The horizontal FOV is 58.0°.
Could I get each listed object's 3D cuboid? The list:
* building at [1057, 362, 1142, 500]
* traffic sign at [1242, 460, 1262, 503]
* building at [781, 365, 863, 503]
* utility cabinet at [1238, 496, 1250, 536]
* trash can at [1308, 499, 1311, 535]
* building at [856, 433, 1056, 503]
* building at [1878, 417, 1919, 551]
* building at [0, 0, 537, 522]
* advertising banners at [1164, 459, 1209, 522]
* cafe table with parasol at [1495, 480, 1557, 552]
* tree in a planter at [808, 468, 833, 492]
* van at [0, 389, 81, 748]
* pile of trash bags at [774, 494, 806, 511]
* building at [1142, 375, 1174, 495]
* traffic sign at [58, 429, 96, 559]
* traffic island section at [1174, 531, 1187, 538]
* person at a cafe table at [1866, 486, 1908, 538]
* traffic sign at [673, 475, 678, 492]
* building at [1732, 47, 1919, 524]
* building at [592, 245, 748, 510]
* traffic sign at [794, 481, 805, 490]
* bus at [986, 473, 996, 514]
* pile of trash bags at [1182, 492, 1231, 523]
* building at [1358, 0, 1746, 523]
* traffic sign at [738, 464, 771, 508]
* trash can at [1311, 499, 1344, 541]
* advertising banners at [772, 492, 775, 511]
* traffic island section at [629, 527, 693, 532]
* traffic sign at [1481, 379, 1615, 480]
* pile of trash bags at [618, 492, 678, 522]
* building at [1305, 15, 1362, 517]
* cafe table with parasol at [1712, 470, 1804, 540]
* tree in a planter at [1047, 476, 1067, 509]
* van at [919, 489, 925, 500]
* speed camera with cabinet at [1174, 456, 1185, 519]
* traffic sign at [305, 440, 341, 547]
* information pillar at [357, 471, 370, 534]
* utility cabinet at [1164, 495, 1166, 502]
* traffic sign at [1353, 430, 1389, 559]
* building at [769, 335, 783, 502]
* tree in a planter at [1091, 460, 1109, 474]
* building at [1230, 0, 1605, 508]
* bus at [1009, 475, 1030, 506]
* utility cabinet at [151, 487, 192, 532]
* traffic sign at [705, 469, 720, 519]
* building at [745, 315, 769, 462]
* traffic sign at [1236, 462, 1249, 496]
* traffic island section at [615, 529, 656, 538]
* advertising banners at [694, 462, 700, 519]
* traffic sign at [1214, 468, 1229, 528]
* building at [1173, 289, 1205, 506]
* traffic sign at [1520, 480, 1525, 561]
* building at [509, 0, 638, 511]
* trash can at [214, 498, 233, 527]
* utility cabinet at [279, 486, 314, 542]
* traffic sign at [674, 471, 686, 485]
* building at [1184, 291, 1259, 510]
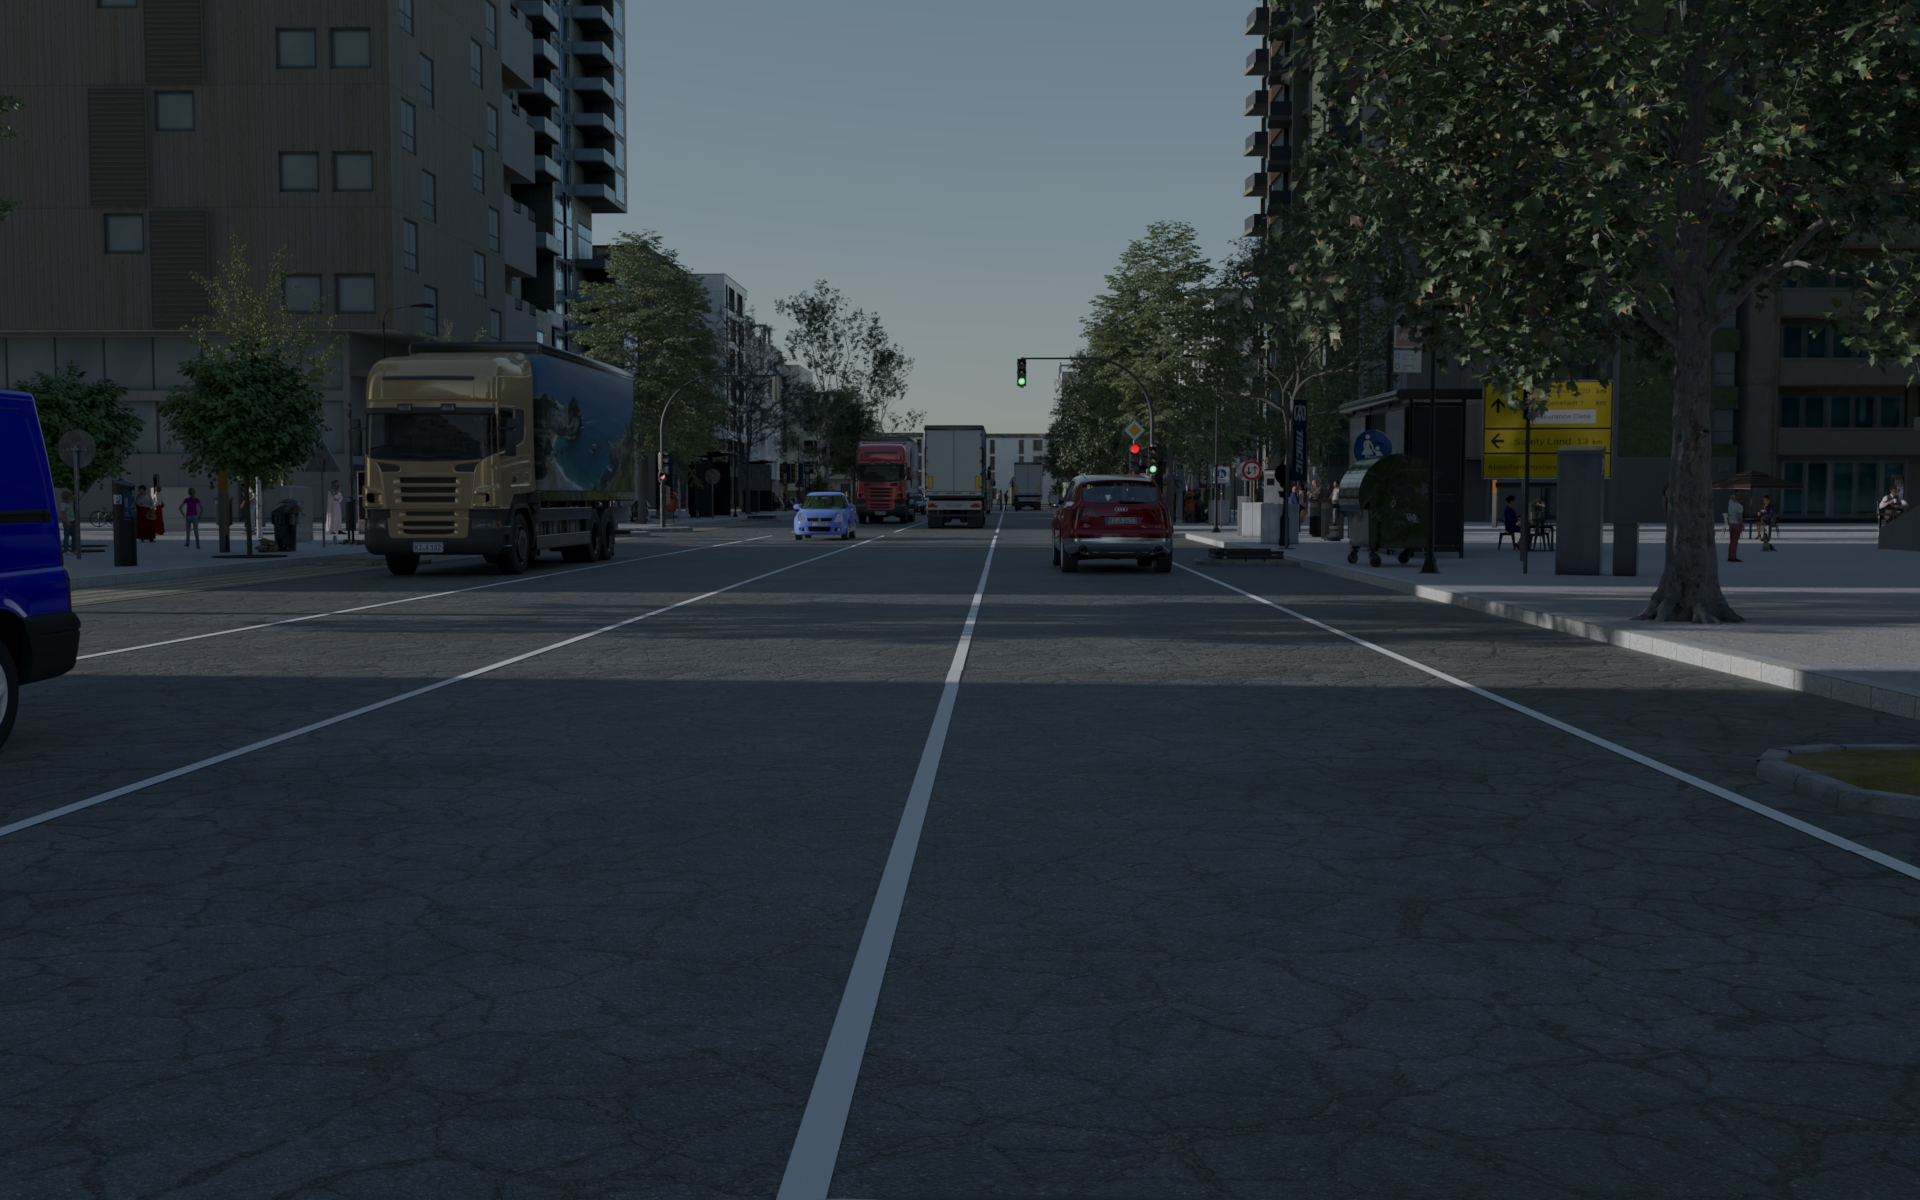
[{"bbox_3d":[19.472,-23.644,243.002,11.380,20.091,16.016,0,4,2],"label":"building"},{"bbox_3d":[10.946,-3.972,65.049,0.768,2.556,0.104,0,4,3],"label":"traffic sign"},{"bbox_3d":[-30.115,-23.159,245.102,31.486,18.905,16.747,0,4,2],"label":"building"},{"bbox_3d":[8.767,-2.585,53.421,0.306,1.237,1.020,1,4,15],"label":"utility cabinet"},{"bbox_3d":[10.799,-2.469,52.014,0.748,1.137,0.748,0,3,0],"label":"trash can"},{"bbox_3d":[-0.463,-18.246,240.467,28.070,9.664,9.099,0,4,2],"label":"building"},{"bbox_3d":[37.421,-20.802,31.987,32.217,40.220,23.993,0,4,2],"label":"building"},{"bbox_3d":[-38.350,-30.610,89.716,28.713,52.752,27.495,0,4,2],"label":"building"},{"bbox_3d":[10.422,-5.091,79.431,2.074,3.025,0.090,1,4,13],"label":"advertising banners"},{"bbox_3d":[13.110,-2.092,39.065,2.610,1.966,2.610,-1,4,-13],"label":"cafe table with parasol"},{"bbox_3d":[-9.577,-7.396,118.145,1.991,3.239,1.994,0,4,2],"label":"tree in a planter"},{"bbox_3d":[-6.219,-0.204,7.715,2.240,2.365,5.245,0,4,1],"label":"van"},{"bbox_3d":[-13.066,-7.662,135.020,3.447,1.369,1.912,1,4,19],"label":"pile of trash bags"},{"bbox_3d":[41.384,-23.043,243.218,31.486,18.905,16.747,0,4,2],"label":"building"},{"bbox_3d":[-17.320,-2.071,33.970,0.768,2.556,0.104,0,4,3],"label":"traffic sign"},{"bbox_3d":[6.395,-2.165,57.684,2.009,0.180,2.903,0,4,2],"label":"traffic island section"},{"bbox_3d":[26.931,-2.517,49.665,1.698,1.524,1.622,0,4,-2],"label":"person at a cafe table"},{"bbox_3d":[-15.363,-5.551,92.895,0.606,2.300,0.079,1,4,11],"label":"traffic sign"},{"bbox_3d":[45.249,-28.150,83.956,21.600,48.544,21.300,0,4,2],"label":"building"},{"bbox_3d":[-35.724,-19.253,158.756,27.936,21.610,32.646,0,4,2],"label":"building"},{"bbox_3d":[-12.247,-8.095,132.353,0.884,2.594,0.081,1,4,9],"label":"traffic sign"},{"bbox_3d":[0.848,-7.940,124.682,2.948,3.499,13.247,0,4,4],"label":"bus"},{"bbox_3d":[10.728,-4.108,76.925,1.912,1.369,3.447,2,4,27],"label":"pile of trash bags"},{"bbox_3d":[27.336,-24.362,81.914,14.086,41.232,14.154,0,4,2],"label":"building"},{"bbox_3d":[-13.985,-7.570,117.649,2.265,3.308,0.079,0,4,7],"label":"traffic sign"},{"bbox_3d":[10.127,-2.166,47.060,0.748,1.137,0.748,0,3,0],"label":"trash can"},{"bbox_3d":[-14.209,-8.077,128.240,0.090,3.025,2.074,-2,4,-33],"label":"advertising banners"},{"bbox_3d":[-11.357,-2.684,66.170,2.009,0.180,2.903,0,4,2],"label":"traffic island section"},{"bbox_3d":[10.444,-2.262,30.852,2.265,3.308,0.079,0,4,7],"label":"traffic sign"},{"bbox_3d":[-14.483,-4.231,78.933,3.447,1.369,1.912,1,4,11],"label":"pile of trash bags"},{"bbox_3d":[27.628,-20.292,103.470,14.160,30.474,14.107,0,4,2],"label":"building"},{"bbox_3d":[22.482,-2.712,49.207,2.610,1.966,2.610,3,4,37],"label":"cafe table with parasol"},{"bbox_3d":[9.456,-10.409,167.410,1.991,3.239,1.994,0,4,2],"label":"tree in a planter"},{"bbox_3d":[-5.090,-11.660,195.031,2.240,2.365,5.245,0,4,3],"label":"van"},{"bbox_3d":[11.531,-5.845,89.909,0.660,3.252,2.038,-1,4,-8],"label":"speed camera with cabinet"},{"bbox_3d":[-15.328,-2.548,41.670,0.884,2.594,0.081,0,4,3],"label":"traffic sign"},{"bbox_3d":[-19.216,-3.142,55.859,0.304,2.012,0.304,0,4,8],"label":"information pillar"},{"bbox_3d":[9.789,-4.353,82.336,0.306,1.237,1.020,-2,4,-27],"label":"utility cabinet"},{"bbox_3d":[8.152,-2.092,34.313,0.768,2.556,0.104,0,4,6],"label":"traffic sign"},{"bbox_3d":[-26.608,-20.967,199.231,11.380,20.091,16.016,0,4,2],"label":"building"},{"bbox_3d":[7.297,-5.698,90.392,1.991,3.239,1.994,0,4,2],"label":"tree in a planter"},{"bbox_3d":[32.282,-28.773,125.060,22.147,44.769,28.867,0,4,2],"label":"building"},{"bbox_3d":[7.337,-13.201,207.385,2.896,3.916,12.252,0,4,1],"label":"bus"},{"bbox_3d":[-26.299,-3.001,57.741,1.173,1.500,0.318,-3,5,-44],"label":"utility cabinet"},{"bbox_3d":[-12.499,-5.344,87.483,0.768,2.556,0.104,0,4,4],"label":"traffic sign"},{"bbox_3d":[-29.033,-19.852,180.998,16.016,20.091,11.380,0,4,2],"label":"building"},{"bbox_3d":[11.174,-4.140,67.788,0.768,2.556,0.104,0,4,3],"label":"traffic sign"},{"bbox_3d":[-11.579,-2.196,58.188,2.009,0.180,2.903,0,4,2],"label":"traffic island section"},{"bbox_3d":[-13.905,-5.835,91.593,0.090,3.025,2.074,-1,4,-15],"label":"advertising banners"},{"bbox_3d":[9.928,-3.893,65.779,0.606,2.300,0.079,0,4,7],"label":"traffic sign"},{"bbox_3d":[37.026,-21.099,188.951,27.936,21.610,32.646,0,4,2],"label":"building"},{"bbox_3d":[10.730,-2.011,32.987,0.768,2.556,0.104,0,4,6],"label":"traffic sign"},{"bbox_3d":[-34.708,-49.243,117.788,22.319,86.520,31.000,0,4,2],"label":"building"},{"bbox_3d":[-28.941,-3.453,68.111,0.748,1.137,0.748,0,3,0],"label":"trash can"},{"bbox_3d":[-17.727,-2.300,46.287,0.318,1.500,1.173,1,4,9],"label":"utility cabinet"},{"bbox_3d":[-15.635,-5.902,96.606,0.768,2.556,0.104,0,4,8],"label":"traffic sign"},{"bbox_3d":[30.380,-17.782,157.201,16.747,18.905,31.486,0,4,2],"label":"building"}]
